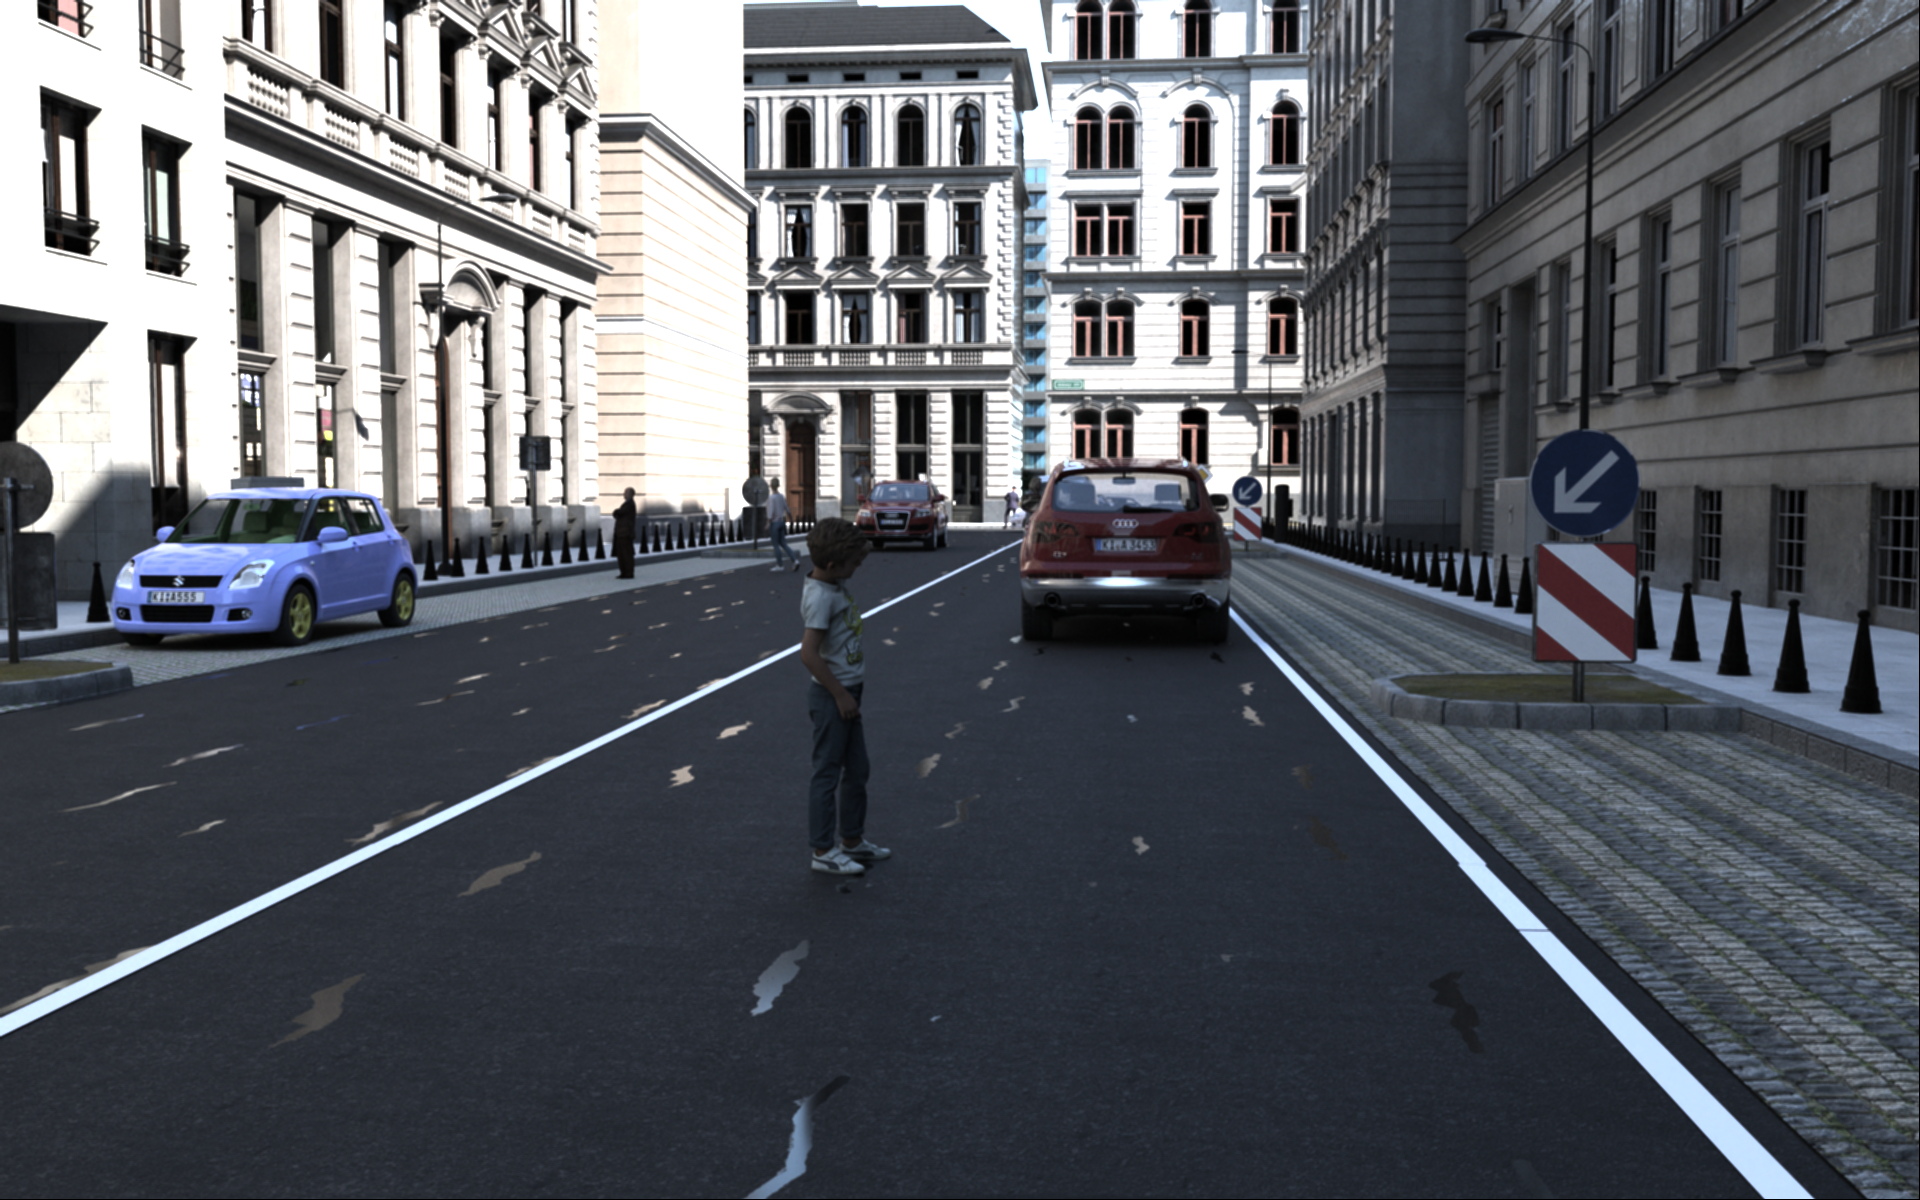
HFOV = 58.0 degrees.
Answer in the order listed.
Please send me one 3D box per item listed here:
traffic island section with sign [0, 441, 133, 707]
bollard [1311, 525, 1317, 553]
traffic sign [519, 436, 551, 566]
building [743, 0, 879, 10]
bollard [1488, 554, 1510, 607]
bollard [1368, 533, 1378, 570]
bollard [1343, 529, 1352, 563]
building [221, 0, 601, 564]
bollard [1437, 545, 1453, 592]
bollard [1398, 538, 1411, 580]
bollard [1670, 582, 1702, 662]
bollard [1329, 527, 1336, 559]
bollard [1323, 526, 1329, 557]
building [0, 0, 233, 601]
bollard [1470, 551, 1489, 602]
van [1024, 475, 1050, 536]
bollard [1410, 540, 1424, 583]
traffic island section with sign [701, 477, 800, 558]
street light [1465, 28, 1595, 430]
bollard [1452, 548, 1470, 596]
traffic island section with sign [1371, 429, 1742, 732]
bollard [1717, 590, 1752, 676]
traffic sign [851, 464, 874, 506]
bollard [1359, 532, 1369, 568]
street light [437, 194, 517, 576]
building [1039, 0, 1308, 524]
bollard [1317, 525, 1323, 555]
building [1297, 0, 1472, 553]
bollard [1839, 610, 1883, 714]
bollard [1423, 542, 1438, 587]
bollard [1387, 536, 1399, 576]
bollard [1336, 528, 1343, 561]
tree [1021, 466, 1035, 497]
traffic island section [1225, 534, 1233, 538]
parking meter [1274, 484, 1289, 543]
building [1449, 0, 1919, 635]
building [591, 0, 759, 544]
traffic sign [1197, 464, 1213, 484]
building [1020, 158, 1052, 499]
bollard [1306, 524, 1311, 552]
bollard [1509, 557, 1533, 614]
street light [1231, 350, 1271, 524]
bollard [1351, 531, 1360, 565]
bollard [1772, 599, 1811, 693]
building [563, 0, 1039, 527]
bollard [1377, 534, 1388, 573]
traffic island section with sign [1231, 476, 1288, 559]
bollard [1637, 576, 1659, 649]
[{"bbox_3d":[-7.143,-0.230,12.382,1.989,1.847,2.006,0,4,5],"label":"traffic island section with sign"},{"bbox_3d":[7.816,-1.321,37.639,0.229,0.601,0.229,0,3,0],"label":"bollard"},{"bbox_3d":[-7.529,-1.746,30.678,0.606,2.300,0.079,1,4,14],"label":"traffic sign"},{"bbox_3d":[-22.268,-40.704,207.511,28.212,58.520,21.231,0,4,5],"label":"building"},{"bbox_3d":[6.180,-0.222,19.679,0.229,0.601,0.229,0,3,0],"label":"bollard"},{"bbox_3d":[7.053,-0.805,29.195,0.229,0.601,0.229,0,3,0],"label":"bollard"},{"bbox_3d":[7.337,-0.998,32.356,0.229,0.601,0.229,0,3,0],"label":"bollard"},{"bbox_3d":[-14.450,-12.496,33.194,11.050,23.489,19.941,0,4,5],"label":"building"},{"bbox_3d":[6.467,-0.416,22.839,0.229,0.601,0.229,0,3,0],"label":"bollard"},{"bbox_3d":[6.759,-0.612,26.042,0.229,0.601,0.229,0,3,0],"label":"bollard"},{"bbox_3d":[5.600,0.165,13.349,0.229,0.601,0.229,0,3,0],"label":"bollard"},{"bbox_3d":[7.529,-1.127,34.467,0.229,0.601,0.229,0,3,0],"label":"bollard"},{"bbox_3d":[7.626,-1.192,35.523,0.229,0.601,0.229,0,3,0],"label":"bollard"},{"bbox_3d":[-15.732,-9.799,14.965,10.420,20.320,16.860,0,4,5],"label":"building"},{"bbox_3d":[6.278,-0.288,20.743,0.229,0.601,0.229,0,3,0],"label":"bollard"},{"bbox_3d":[2.424,-2.004,39.770,2.013,2.044,4.112,0,4,7],"label":"van"},{"bbox_3d":[6.663,-0.547,24.986,0.229,0.601,0.229,0,3,0],"label":"bollard"},{"bbox_3d":[-4.684,-1.872,39.243,1.989,1.847,2.006,0,4,5],"label":"traffic island section with sign"},{"bbox_3d":[5.739,-2.744,17.411,1.470,5.913,1.316,0,4,5],"label":"street light"},{"bbox_3d":[6.369,-0.352,21.791,0.229,0.601,0.229,0,3,0],"label":"bollard"},{"bbox_3d":[3.783,-0.168,11.378,1.989,1.847,2.006,0,4,5],"label":"traffic island section with sign"},{"bbox_3d":[5.502,0.229,12.293,0.229,0.601,0.229,0,3,0],"label":"bollard"},{"bbox_3d":[-3.271,-3.325,57.998,0.795,2.450,0.064,0,4,5],"label":"traffic sign"},{"bbox_3d":[7.144,-0.869,30.253,0.229,0.601,0.229,0,3,0],"label":"bollard"},{"bbox_3d":[-7.555,-3.332,27.020,1.470,5.913,1.316,0,4,5],"label":"street light"},{"bbox_3d":[15.467,-17.868,79.528,23.554,28.519,14.401,0,4,5],"label":"building"},{"bbox_3d":[7.724,-1.257,36.591,0.229,0.601,0.229,0,3,0],"label":"bollard"},{"bbox_3d":[14.747,-12.035,45.916,9.793,20.994,18.267,0,4,5],"label":"building"},{"bbox_3d":[5.314,0.357,10.197,0.229,0.601,0.229,0,3,0],"label":"bollard"},{"bbox_3d":[6.564,-0.481,23.910,0.229,0.601,0.229,0,3,0],"label":"bollard"},{"bbox_3d":[6.854,-0.676,27.090,0.229,0.601,0.229,0,3,0],"label":"bollard"},{"bbox_3d":[7.432,-1.062,33.404,0.229,0.601,0.229,0,3,0],"label":"bollard"},{"bbox_3d":[7.145,-13.208,199.668,4.285,4.588,4.351,0,3,0],"label":"tree"},{"bbox_3d":[7.949,-2.126,57.033,2.009,0.180,2.903,0,4,5],"label":"traffic island section"},{"bbox_3d":[8.430,-2.261,45.373,0.372,1.533,0.369,0,3,0],"label":"parking meter"},{"bbox_3d":[16.619,-11.510,21.468,16.112,22.955,30.059,0,4,5],"label":"building"},{"bbox_3d":[-17.151,-16.234,51.335,20.117,28.700,13.634,0,4,5],"label":"building"},{"bbox_3d":[7.925,-3.261,56.958,0.795,2.450,0.064,0,4,5],"label":"traffic sign"},{"bbox_3d":[4.580,-38.235,244.750,30.456,49.044,23.786,0,4,5],"label":"building"},{"bbox_3d":[7.914,-1.385,38.693,0.229,0.601,0.229,0,3,0],"label":"bollard"},{"bbox_3d":[6.084,-0.158,18.631,0.229,0.601,0.229,0,3,0],"label":"bollard"},{"bbox_3d":[9.421,-5.093,55.809,1.470,5.913,1.316,0,4,5],"label":"street light"},{"bbox_3d":[7.242,-0.933,31.301,0.229,0.601,0.229,0,3,0],"label":"bollard"},{"bbox_3d":[5.407,0.293,11.245,0.229,0.601,0.229,0,3,0],"label":"bollard"},{"bbox_3d":[-6.577,-15.354,79.917,19.941,23.489,11.050,0,4,5],"label":"building"},{"bbox_3d":[6.953,-0.740,28.146,0.229,0.601,0.229,0,3,0],"label":"bollard"},{"bbox_3d":[6.321,-1.864,39.102,1.989,1.847,2.006,0,4,5],"label":"traffic island section with sign"},{"bbox_3d":[5.693,0.100,14.400,0.229,0.601,0.229,0,3,0],"label":"bollard"}]
